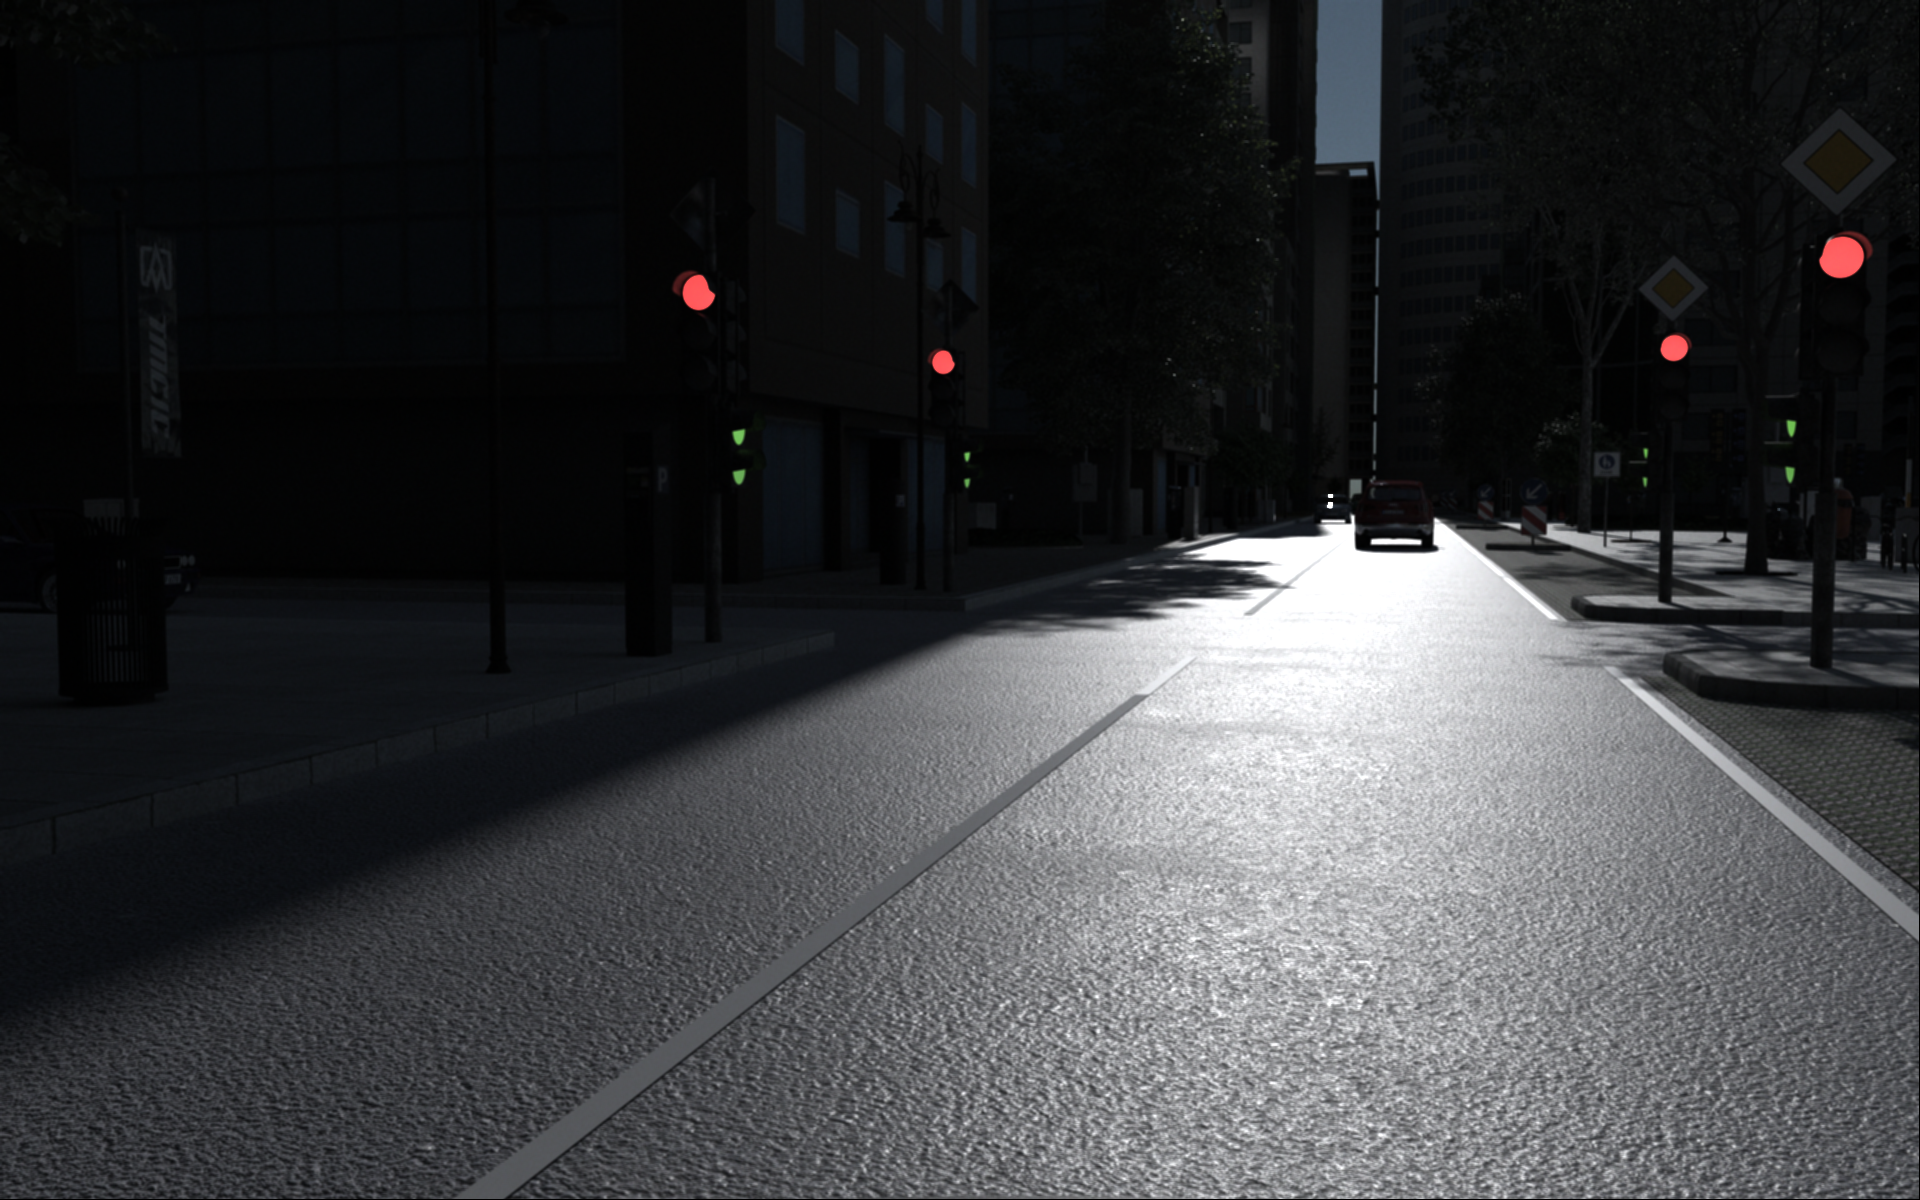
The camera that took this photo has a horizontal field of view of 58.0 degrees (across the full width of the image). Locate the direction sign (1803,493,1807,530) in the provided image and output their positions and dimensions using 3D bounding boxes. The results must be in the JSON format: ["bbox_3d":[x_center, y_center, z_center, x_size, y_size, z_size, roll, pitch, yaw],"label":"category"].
[{"bbox_3d":[21.461,-3.176,43.930,0.379,3.537,0.876,3,4,36],"label":"direction sign"}]

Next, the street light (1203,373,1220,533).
[{"bbox_3d":[8.302,-5.165,57.238,0.468,5.910,1.993,1,4,14],"label":"street light"}]

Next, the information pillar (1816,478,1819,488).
[{"bbox_3d":[38.792,-4.502,78.094,0.304,2.012,0.304,0,4,1],"label":"information pillar"}]

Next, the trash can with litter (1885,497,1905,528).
[{"bbox_3d":[35.379,-3.294,65.239,1.055,1.170,0.624,-2,4,-35],"label":"trash can with litter"}]

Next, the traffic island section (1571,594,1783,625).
[{"bbox_3d":[8.394,0.104,20.573,2.009,0.180,2.903,1,4,14],"label":"traffic island section"}]

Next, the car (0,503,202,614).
[{"bbox_3d":[-11.224,-0.501,20.774,3.894,1.354,1.945,1,4,13],"label":"car"}]

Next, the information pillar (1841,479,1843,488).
[{"bbox_3d":[43.653,-4.995,86.152,0.304,2.012,0.304,-1,4,-21],"label":"information pillar"}]

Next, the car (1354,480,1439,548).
[{"bbox_3d":[11.931,-2.370,47.421,2.281,1.827,5.304,1,4,16],"label":"car"}]

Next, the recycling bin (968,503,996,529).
[{"bbox_3d":[0.566,-2.301,50.182,0.722,1.027,0.722,-2,4,-31],"label":"recycling bin"}]

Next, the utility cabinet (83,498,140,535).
[{"bbox_3d":[-12.483,-0.876,25.485,1.020,1.237,0.306,2,4,35],"label":"utility cabinet"}]

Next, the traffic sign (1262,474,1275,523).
[{"bbox_3d":[13.315,-4.610,75.474,0.768,2.556,0.104,1,4,19],"label":"traffic sign"}]

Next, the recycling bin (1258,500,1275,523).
[{"bbox_3d":[13.441,-3.879,75.970,0.722,1.027,0.722,1,4,14],"label":"recycling bin"}]

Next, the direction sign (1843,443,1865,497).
[{"bbox_3d":[39.962,-5.228,77.471,0.876,3.537,0.379,3,5,41],"label":"direction sign"}]

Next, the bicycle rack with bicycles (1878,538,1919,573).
[{"bbox_3d":[16.303,-0.914,28.325,2.852,0.926,2.925,2,4,28],"label":"bicycle rack with bicycles"}]

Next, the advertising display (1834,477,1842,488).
[{"bbox_3d":[33.812,-3.784,67.077,0.974,1.923,0.123,-2,4,-35],"label":"advertising display"}]

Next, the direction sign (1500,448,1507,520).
[{"bbox_3d":[27.077,-5.752,86.044,0.379,3.537,0.876,2,4,24],"label":"direction sign"}]

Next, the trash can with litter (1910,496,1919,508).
[{"bbox_3d":[46.502,-4.522,84.990,2.233,1.210,1.678,3,5,41],"label":"trash can with litter"}]

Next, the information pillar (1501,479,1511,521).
[{"bbox_3d":[26.367,-4.839,83.616,0.304,2.012,0.304,-2,4,-29],"label":"information pillar"}]

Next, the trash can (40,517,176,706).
[{"bbox_3d":[-5.221,0.061,10.660,0.748,1.137,0.748,0,3,0],"label":"trash can"}]

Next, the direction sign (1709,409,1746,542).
[{"bbox_3d":[20.372,-3.304,46.025,0.876,3.537,0.379,1,4,13],"label":"direction sign"}]

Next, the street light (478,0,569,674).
[{"bbox_3d":[-3.317,-2.415,12.270,0.468,5.910,1.993,1,4,14],"label":"street light"}]

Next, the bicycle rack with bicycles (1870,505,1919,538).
[{"bbox_3d":[28.994,-2.567,55.359,2.925,0.926,2.852,-3,5,-44],"label":"bicycle rack with bicycles"}]

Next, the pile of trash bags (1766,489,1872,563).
[{"bbox_3d":[16.808,-1.476,33.884,1.912,1.369,3.447,1,4,12],"label":"pile of trash bags"}]

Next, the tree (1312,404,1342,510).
[{"bbox_3d":[29.082,-11.709,141.808,4.737,8.622,4.395,0,3,0],"label":"tree"}]

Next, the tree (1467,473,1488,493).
[{"bbox_3d":[38.214,-8.156,127.945,1.663,3.219,1.824,0,3,0],"label":"tree"}]

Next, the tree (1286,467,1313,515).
[{"bbox_3d":[20.872,-6.938,108.045,1.663,3.219,1.824,0,3,0],"label":"tree"}]

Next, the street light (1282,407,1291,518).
[{"bbox_3d":[17.317,-7.295,92.066,0.468,5.910,1.993,1,4,14],"label":"street light"}]

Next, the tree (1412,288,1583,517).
[{"bbox_3d":[30.308,-11.005,96.943,9.611,12.733,9.660,0,3,0],"label":"tree"}]

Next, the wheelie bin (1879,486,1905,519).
[{"bbox_3d":[38.655,-3.913,71.891,0.980,1.594,0.693,1,4,9],"label":"wheelie bin"}]

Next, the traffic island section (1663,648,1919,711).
[{"bbox_3d":[6.405,0.578,12.839,2.009,0.180,2.903,1,4,14],"label":"traffic island section"}]

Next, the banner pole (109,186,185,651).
[{"bbox_3d":[-6.766,-1.492,14.412,0.401,3.779,0.863,1,4,17],"label":"banner pole"}]

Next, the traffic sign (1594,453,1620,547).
[{"bbox_3d":[15.641,-2.435,41.934,0.606,2.300,0.079,1,4,20],"label":"traffic sign"}]

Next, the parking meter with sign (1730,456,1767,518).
[{"bbox_3d":[36.142,-5.069,79.147,1.738,3.016,0.543,0,4,6],"label":"parking meter with sign"}]

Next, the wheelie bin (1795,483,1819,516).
[{"bbox_3d":[25.176,-2.651,51.245,0.693,1.594,0.980,0,4,-6],"label":"wheelie bin"}]

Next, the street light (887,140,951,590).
[{"bbox_3d":[-0.529,-3.076,23.076,0.468,5.910,1.993,1,4,14],"label":"street light"}]

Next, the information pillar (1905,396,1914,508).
[{"bbox_3d":[22.712,-3.064,41.454,0.183,3.616,0.504,2,4,25],"label":"information pillar"}]

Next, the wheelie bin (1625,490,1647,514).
[{"bbox_3d":[29.957,-4.207,76.692,0.980,1.594,0.693,-3,4,-36],"label":"wheelie bin"}]

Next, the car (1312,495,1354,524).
[{"bbox_3d":[18.466,-4.507,85.685,2.014,1.417,4.499,1,4,14],"label":"car"}]

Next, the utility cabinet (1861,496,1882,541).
[{"bbox_3d":[25.266,-2.258,48.086,0.306,1.237,1.020,1,4,14],"label":"utility cabinet"}]

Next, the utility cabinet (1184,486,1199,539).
[{"bbox_3d":[6.620,-2.507,49.664,0.318,1.500,1.173,1,4,14],"label":"utility cabinet"}]

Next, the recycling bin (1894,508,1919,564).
[{"bbox_3d":[17.980,-1.207,32.287,0.722,1.027,0.722,-1,4,-15],"label":"recycling bin"}]

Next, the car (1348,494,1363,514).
[{"bbox_3d":[29.674,-7.282,127.854,1.959,1.807,4.718,1,4,13],"label":"car"}]
